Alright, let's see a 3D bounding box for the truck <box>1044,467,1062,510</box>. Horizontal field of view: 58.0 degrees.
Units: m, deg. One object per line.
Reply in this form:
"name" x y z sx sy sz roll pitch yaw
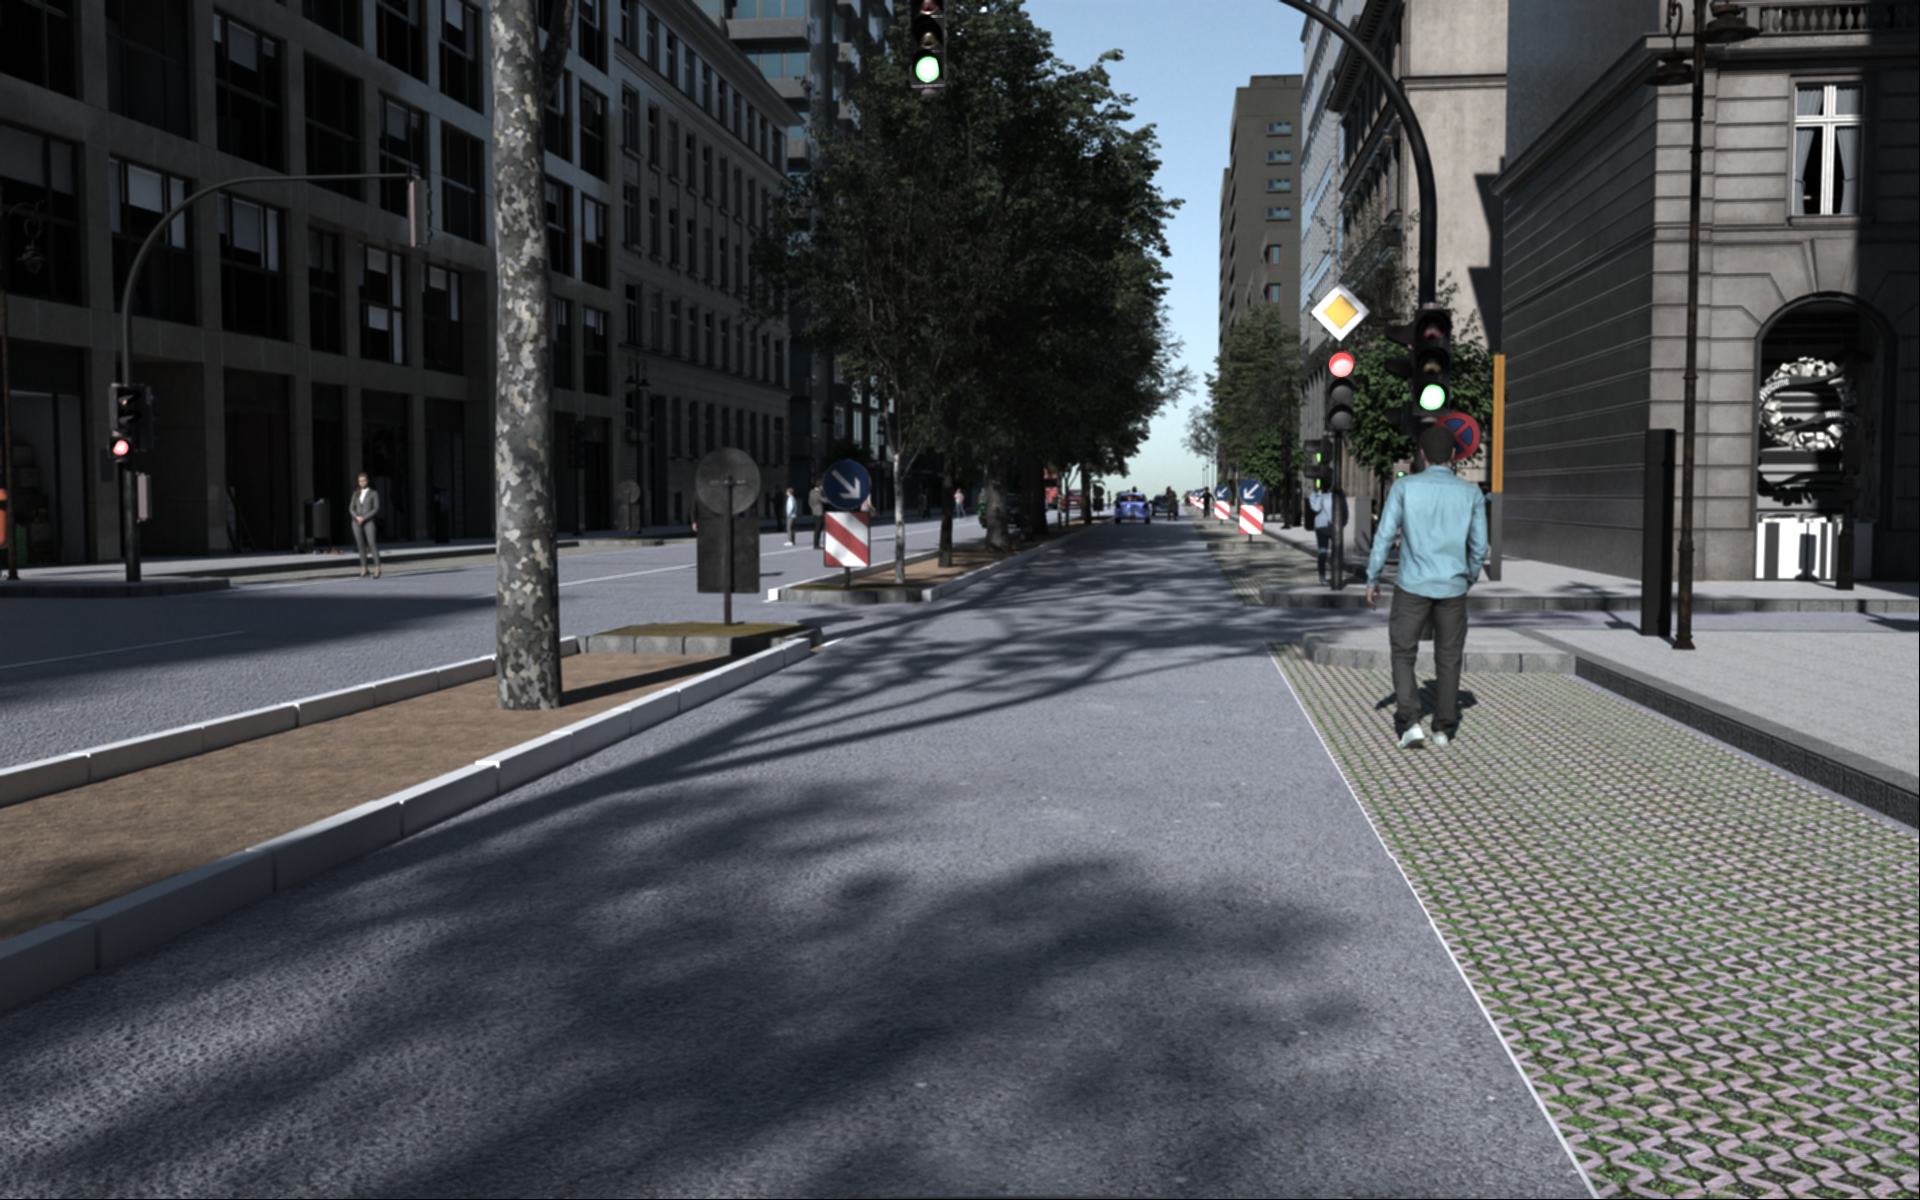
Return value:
"truck" 8.044 -10.505 160.663 2.839 4.237 11.283 0 4 5

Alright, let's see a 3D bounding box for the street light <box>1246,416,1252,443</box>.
"street light" 15.999 -7.500 95.420 0.468 5.910 1.993 0 4 7

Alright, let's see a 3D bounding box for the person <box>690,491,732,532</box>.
"person" -4.107 -1.223 28.269 0.659 1.850 0.755 1 4 9

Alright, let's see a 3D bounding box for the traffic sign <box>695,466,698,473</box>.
"traffic sign" -9.327 -3.717 62.901 0.606 2.300 0.079 1 4 15

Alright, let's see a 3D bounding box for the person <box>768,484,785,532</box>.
"person" -6.912 -3.466 65.348 0.590 1.801 0.661 -2 4 -33

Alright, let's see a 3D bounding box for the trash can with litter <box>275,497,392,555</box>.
"trash can with litter" -13.400 -1.595 37.137 2.233 1.210 1.678 0 4 -7

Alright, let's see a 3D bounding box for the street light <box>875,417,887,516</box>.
"street light" -4.638 -7.899 101.936 0.468 5.910 1.993 0 4 7

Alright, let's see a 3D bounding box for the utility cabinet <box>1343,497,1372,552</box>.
"utility cabinet" 8.847 -1.678 38.591 0.306 1.237 1.020 2 4 33

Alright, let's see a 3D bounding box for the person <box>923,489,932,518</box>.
"person" -1.996 -5.711 102.431 0.434 1.755 0.990 -3 5 -40

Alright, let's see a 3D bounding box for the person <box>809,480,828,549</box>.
"person" -3.668 -2.226 45.074 0.473 1.802 0.592 -1 4 -13

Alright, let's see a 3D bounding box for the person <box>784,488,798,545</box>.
"person" -4.736 -2.338 48.543 0.330 1.601 0.589 1 4 19

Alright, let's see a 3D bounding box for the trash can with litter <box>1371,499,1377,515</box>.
"trash can with litter" 10.235 -2.011 44.269 0.624 1.170 1.055 -1 4 -9

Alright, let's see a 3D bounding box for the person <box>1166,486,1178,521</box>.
"person" 11.414 -5.203 93.374 0.655 1.846 0.447 0 4 2

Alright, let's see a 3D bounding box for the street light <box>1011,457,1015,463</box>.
"street light" 5.673 -12.988 185.144 0.468 5.910 1.993 0 4 7

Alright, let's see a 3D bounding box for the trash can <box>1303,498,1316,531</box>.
"trash can" 12.319 -2.981 60.394 0.748 1.137 0.748 0 3 0

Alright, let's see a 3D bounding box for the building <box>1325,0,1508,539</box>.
"building" 18.238 -11.793 57.444 10.561 19.102 19.286 0 4 7

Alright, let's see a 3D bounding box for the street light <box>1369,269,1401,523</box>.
"street light" 8.737 -3.849 35.719 0.468 5.910 1.993 0 4 7

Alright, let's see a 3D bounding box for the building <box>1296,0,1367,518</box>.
"building" 22.541 -18.582 81.306 11.434 29.767 29.804 0 4 7

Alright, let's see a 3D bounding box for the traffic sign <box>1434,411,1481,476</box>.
"traffic sign" 7.606 -1.626 26.693 0.768 2.556 0.104 1 4 14

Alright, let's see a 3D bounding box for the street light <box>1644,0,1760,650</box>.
"street light" 5.993 -2.531 14.165 0.468 5.910 1.993 0 4 7

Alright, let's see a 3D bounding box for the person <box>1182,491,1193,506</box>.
"person" 26.508 -11.819 201.749 1.348 1.823 0.705 1 4 9

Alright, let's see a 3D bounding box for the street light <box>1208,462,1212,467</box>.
"street light" 28.567 -13.630 195.645 0.468 5.910 1.993 0 4 7

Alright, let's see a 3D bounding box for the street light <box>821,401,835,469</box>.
"street light" -6.547 -6.918 85.899 0.468 5.910 1.993 0 4 7

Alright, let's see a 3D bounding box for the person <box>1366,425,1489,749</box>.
"person" 2.643 -0.077 9.776 0.660 1.820 0.620 0 4 3

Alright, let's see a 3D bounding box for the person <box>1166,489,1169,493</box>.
"person" 15.740 -7.541 131.426 1.348 1.869 0.705 3 5 41

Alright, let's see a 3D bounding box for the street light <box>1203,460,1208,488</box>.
"street light" 32.243 -15.479 225.867 0.468 5.910 1.993 0 4 7

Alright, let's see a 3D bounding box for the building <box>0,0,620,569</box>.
"building" -23.762 -14.734 45.425 19.350 26.468 34.151 0 4 7

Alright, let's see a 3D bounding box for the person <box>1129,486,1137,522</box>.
"person" 8.942 -4.912 88.813 0.555 1.821 0.388 -1 4 -19

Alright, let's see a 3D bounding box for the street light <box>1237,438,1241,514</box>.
"street light" 18.255 -8.603 113.441 0.468 5.910 1.993 0 4 7

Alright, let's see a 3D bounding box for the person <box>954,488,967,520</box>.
"person" 0.050 -5.311 95.932 0.593 1.750 0.643 -3 5 -41

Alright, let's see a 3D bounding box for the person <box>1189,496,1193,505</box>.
"person" 27.467 -11.888 206.049 0.799 1.438 0.628 2 4 27

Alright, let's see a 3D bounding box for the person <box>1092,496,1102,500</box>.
"person" 11.772 -8.551 148.442 1.348 1.807 0.705 -3 5 -41

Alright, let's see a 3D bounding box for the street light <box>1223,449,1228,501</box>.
"street light" 22.025 -10.432 143.350 0.468 5.910 1.993 0 4 7

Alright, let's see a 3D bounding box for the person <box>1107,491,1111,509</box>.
"person" 14.170 -9.441 163.550 0.721 1.739 1.217 1 4 10

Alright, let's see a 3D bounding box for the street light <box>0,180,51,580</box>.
"street light" -14.135 -3.235 25.678 0.468 5.910 1.993 0 4 7

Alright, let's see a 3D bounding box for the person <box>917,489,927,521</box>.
"person" -2.041 -5.074 92.457 0.512 1.701 0.522 0 4 2

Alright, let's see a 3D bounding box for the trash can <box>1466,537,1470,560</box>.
"trash can" 7.219 -0.828 25.199 0.748 1.137 0.748 0 3 0

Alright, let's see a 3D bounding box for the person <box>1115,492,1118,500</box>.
"person" 22.922 -14.869 252.394 1.217 1.735 0.721 0 4 -6

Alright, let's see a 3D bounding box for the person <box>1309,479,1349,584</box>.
"person" 5.465 -1.029 25.589 0.793 1.790 0.793 -3 5 -40

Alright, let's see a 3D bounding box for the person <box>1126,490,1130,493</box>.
"person" 12.080 -6.984 123.410 0.721 1.743 1.217 -3 5 -42

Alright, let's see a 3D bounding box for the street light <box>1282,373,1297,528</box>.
"street light" 12.427 -5.664 65.402 0.468 5.910 1.993 0 4 7

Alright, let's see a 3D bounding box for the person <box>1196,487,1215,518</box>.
"person" 14.672 -5.812 103.163 1.348 1.869 0.705 3 5 44

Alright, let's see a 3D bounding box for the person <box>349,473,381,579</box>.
"person" -10.126 -1.265 29.451 0.520 1.790 0.573 -1 4 -12

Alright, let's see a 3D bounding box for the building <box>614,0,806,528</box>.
"building" -17.870 -14.912 77.094 16.112 22.955 30.059 0 4 7

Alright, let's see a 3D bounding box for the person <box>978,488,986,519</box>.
"person" 1.339 -5.504 98.894 0.834 1.777 0.661 -3 5 -43

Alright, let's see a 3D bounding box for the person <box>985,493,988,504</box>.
"person" 1.485 -4.308 79.334 0.661 1.777 0.834 1 4 12

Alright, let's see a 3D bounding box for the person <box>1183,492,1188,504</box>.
"person" 30.641 -13.795 234.598 0.990 1.755 0.434 1 4 20

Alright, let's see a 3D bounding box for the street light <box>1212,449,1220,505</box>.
"street light" 25.717 -12.247 173.033 0.468 5.910 1.993 0 4 7

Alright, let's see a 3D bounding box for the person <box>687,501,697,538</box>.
"person" -8.724 -2.647 56.448 0.362 1.253 0.373 -3 5 -41

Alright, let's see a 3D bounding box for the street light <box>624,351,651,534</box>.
"street light" -10.391 -5.085 55.921 0.468 5.910 1.993 0 4 7

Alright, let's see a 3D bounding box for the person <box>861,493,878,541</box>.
"person" -2.840 -2.642 52.286 0.593 1.750 0.643 3 4 38

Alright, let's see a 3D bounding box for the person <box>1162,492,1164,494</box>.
"person" 27.531 -13.772 234.617 0.756 1.711 0.436 0 3 0
